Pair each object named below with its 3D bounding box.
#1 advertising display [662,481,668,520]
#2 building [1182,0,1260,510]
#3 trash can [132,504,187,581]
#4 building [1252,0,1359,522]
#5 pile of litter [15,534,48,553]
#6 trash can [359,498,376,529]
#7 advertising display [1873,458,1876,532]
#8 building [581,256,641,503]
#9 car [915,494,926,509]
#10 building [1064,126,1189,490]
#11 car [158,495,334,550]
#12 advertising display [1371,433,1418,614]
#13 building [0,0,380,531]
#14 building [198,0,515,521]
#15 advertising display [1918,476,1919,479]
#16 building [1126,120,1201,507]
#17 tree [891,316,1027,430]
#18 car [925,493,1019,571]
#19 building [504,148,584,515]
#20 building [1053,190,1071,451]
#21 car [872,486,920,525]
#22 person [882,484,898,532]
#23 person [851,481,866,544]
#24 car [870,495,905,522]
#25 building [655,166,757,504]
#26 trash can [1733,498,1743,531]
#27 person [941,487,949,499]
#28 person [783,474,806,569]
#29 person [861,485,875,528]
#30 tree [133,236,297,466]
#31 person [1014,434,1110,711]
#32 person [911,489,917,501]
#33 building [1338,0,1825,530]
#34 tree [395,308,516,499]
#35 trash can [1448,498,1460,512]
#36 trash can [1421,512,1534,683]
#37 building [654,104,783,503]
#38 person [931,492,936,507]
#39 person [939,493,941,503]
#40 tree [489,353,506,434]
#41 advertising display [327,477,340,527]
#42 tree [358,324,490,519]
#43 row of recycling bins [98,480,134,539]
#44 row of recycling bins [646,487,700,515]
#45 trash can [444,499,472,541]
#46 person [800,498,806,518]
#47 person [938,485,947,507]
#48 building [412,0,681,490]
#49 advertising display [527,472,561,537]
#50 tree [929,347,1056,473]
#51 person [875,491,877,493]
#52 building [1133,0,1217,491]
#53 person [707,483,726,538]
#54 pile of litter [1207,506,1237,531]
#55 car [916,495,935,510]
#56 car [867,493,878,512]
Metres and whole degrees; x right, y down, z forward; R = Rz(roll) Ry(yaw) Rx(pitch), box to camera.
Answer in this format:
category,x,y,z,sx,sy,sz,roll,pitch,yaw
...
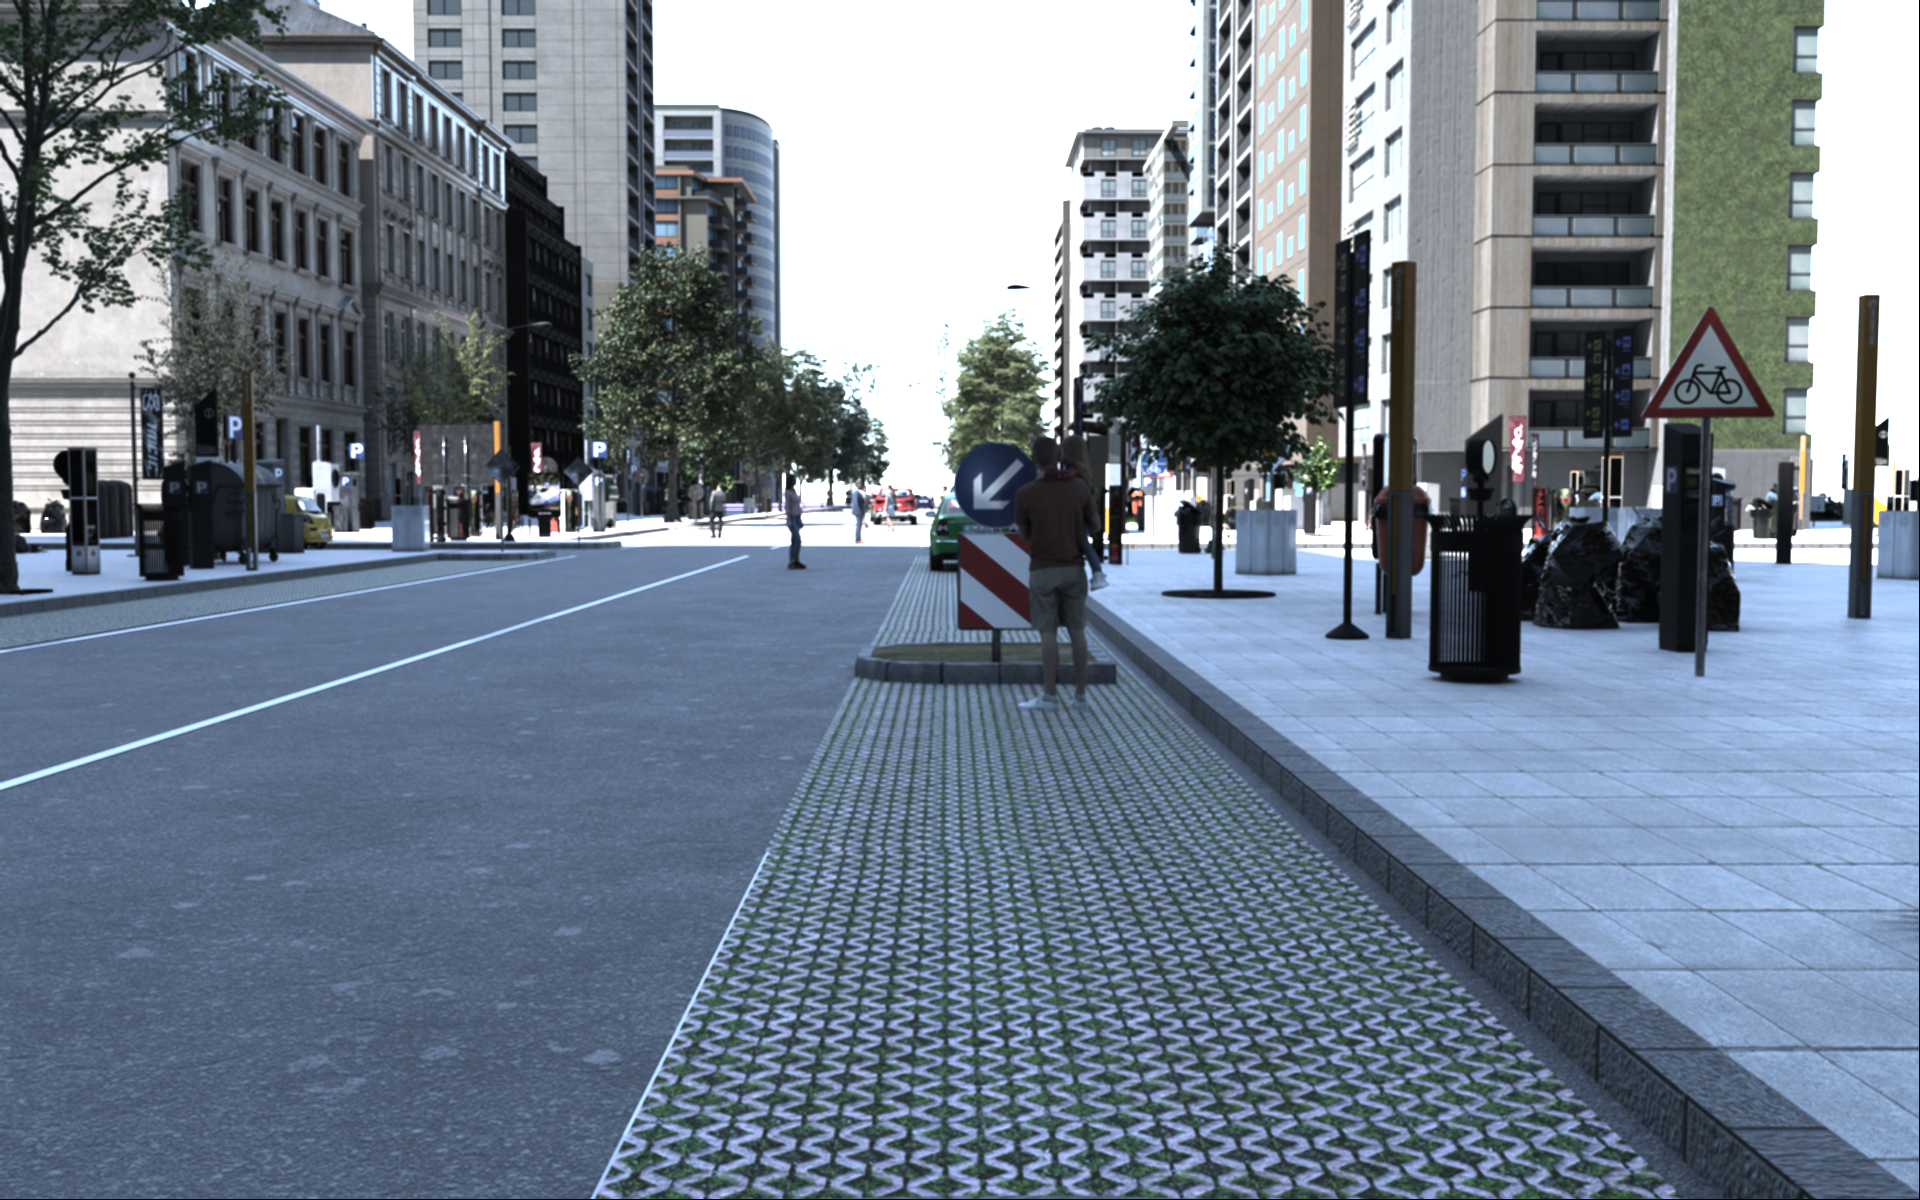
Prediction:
category,x,y,z,sx,sy,sz,roll,pitch,yaw
advertising display,-14.379,-4.896,85.255,0.123,1.923,0.974,1,4,18
building,25.937,-41.096,110.180,20.563,71.187,20.611,0,4,0
trash can,-11.919,-0.867,25.835,0.748,1.137,0.748,0,3,0
building,22.783,-26.635,85.589,14.600,45.320,14.200,0,4,0
pile of litter,-20.938,-1.462,37.875,1.719,0.858,1.176,0,4,8
trash can,-21.644,-3.146,63.088,0.748,1.137,0.748,0,3,0
advertising display,16.254,-1.576,30.977,0.123,1.923,0.974,2,4,31
building,-41.314,-17.793,135.950,27.650,21.520,28.899,0,4,0
car,-4.199,-9.969,173.223,2.015,1.641,3.980,0,4,-1
building,29.882,-40.111,245.045,28.713,52.752,27.495,0,4,0
car,-17.386,-1.952,42.135,3.980,1.641,2.015,0,4,1
advertising display,4.713,-0.830,18.783,0.123,1.923,0.974,3,4,36
building,-32.545,-14.298,69.925,11.583,22.565,21.152,0,4,0
building,-33.002,-18.082,92.910,12.463,27.353,25.104,0,4,0
advertising display,33.754,-3.368,60.276,0.974,1.923,0.123,-1,4,-13
building,31.715,-29.344,171.661,32.217,40.220,23.993,0,4,0
tree,0.770,-20.090,184.363,12.611,20.169,13.585,0,3,0
car,0.298,-1.519,33.629,1.959,1.807,4.718,0,4,-1
building,-32.565,-17.357,113.465,12.332,23.373,15.834,0,4,0
building,25.853,-39.518,269.813,21.300,48.544,21.600,0,4,0
car,-3.027,-4.453,81.476,2.281,1.827,5.304,0,4,-1
person,-2.574,-3.435,64.763,0.616,1.811,0.778,-2,4,-29
person,-2.923,-2.521,49.906,0.419,1.800,0.721,0,4,-5
car,-3.783,-4.840,90.937,2.131,1.459,4.920,0,4,-1
building,-39.147,-35.392,233.275,22.147,44.769,28.867,0,4,0
trash can,26.783,-2.966,60.150,0.748,1.137,0.748,0,3,0
person,-0.673,-4.633,84.210,0.622,1.834,0.822,2,4,34
person,-3.170,-1.499,33.022,0.388,1.821,0.555,1,4,11
person,-4.044,-3.923,72.918,0.850,1.792,0.678,3,5,40
tree,-21.883,-6.105,50.186,4.360,8.622,3.978,0,3,0
person,0.687,-0.185,11.505,0.573,1.828,0.580,2,4,31
person,-3.346,-6.826,120.374,0.678,1.792,0.850,-1,4,-13
building,23.357,-23.473,67.373,14.086,41.232,14.154,0,4,0
tree,-19.618,-7.177,67.713,4.737,8.622,4.395,0,3,0
trash can,17.297,-2.960,60.046,0.748,1.137,0.748,0,3,0
trash can,3.555,-0.018,11.941,0.748,1.137,0.748,0,3,0
building,-38.744,-44.035,261.963,21.231,58.520,28.212,0,4,0
person,-2.985,-11.386,195.601,0.436,1.711,0.756,-1,4,-12
person,-2.981,-15.572,264.578,0.415,1.643,0.593,1,4,18
tree,-23.618,-8.116,83.065,4.360,8.622,3.978,0,3,0
advertising display,-23.762,-3.718,66.001,0.974,1.923,0.123,1,4,16
tree,-23.395,-7.588,74.430,4.360,8.622,3.978,0,3,0
row of recycling bins,-25.250,-2.699,51.234,1.069,1.692,3.534,-1,4,-11
row of recycling bins,-18.291,-6.389,111.578,3.534,1.692,1.069,-3,5,-39
trash can,-13.905,-2.223,47.997,0.748,1.137,0.748,0,3,0
person,-9.515,-5.523,103.810,0.505,1.210,0.382,-2,4,-26
person,-0.579,-3.893,72.420,0.850,1.792,0.678,-1,4,-9
building,-36.837,-44.093,159.174,20.563,71.187,20.611,0,4,0
advertising display,-12.298,-2.815,51.247,0.974,1.923,0.123,-1,4,-14
tree,2.772,-13.054,130.435,9.611,12.733,9.660,0,3,0
person,-9.947,-12.083,206.066,0.705,1.823,1.348,2,4,35
building,27.248,-50.708,141.739,22.319,86.520,31.000,0,4,0
person,-7.875,-2.900,56.094,0.592,1.802,0.473,-1,4,-21
pile of litter,9.355,-2.891,61.236,1.719,0.858,1.176,-3,4,-36
car,-3.344,-9.121,161.707,1.945,1.354,3.894,0,4,1
car,-6.724,-7.771,136.088,2.155,1.783,4.494,0,4,1
